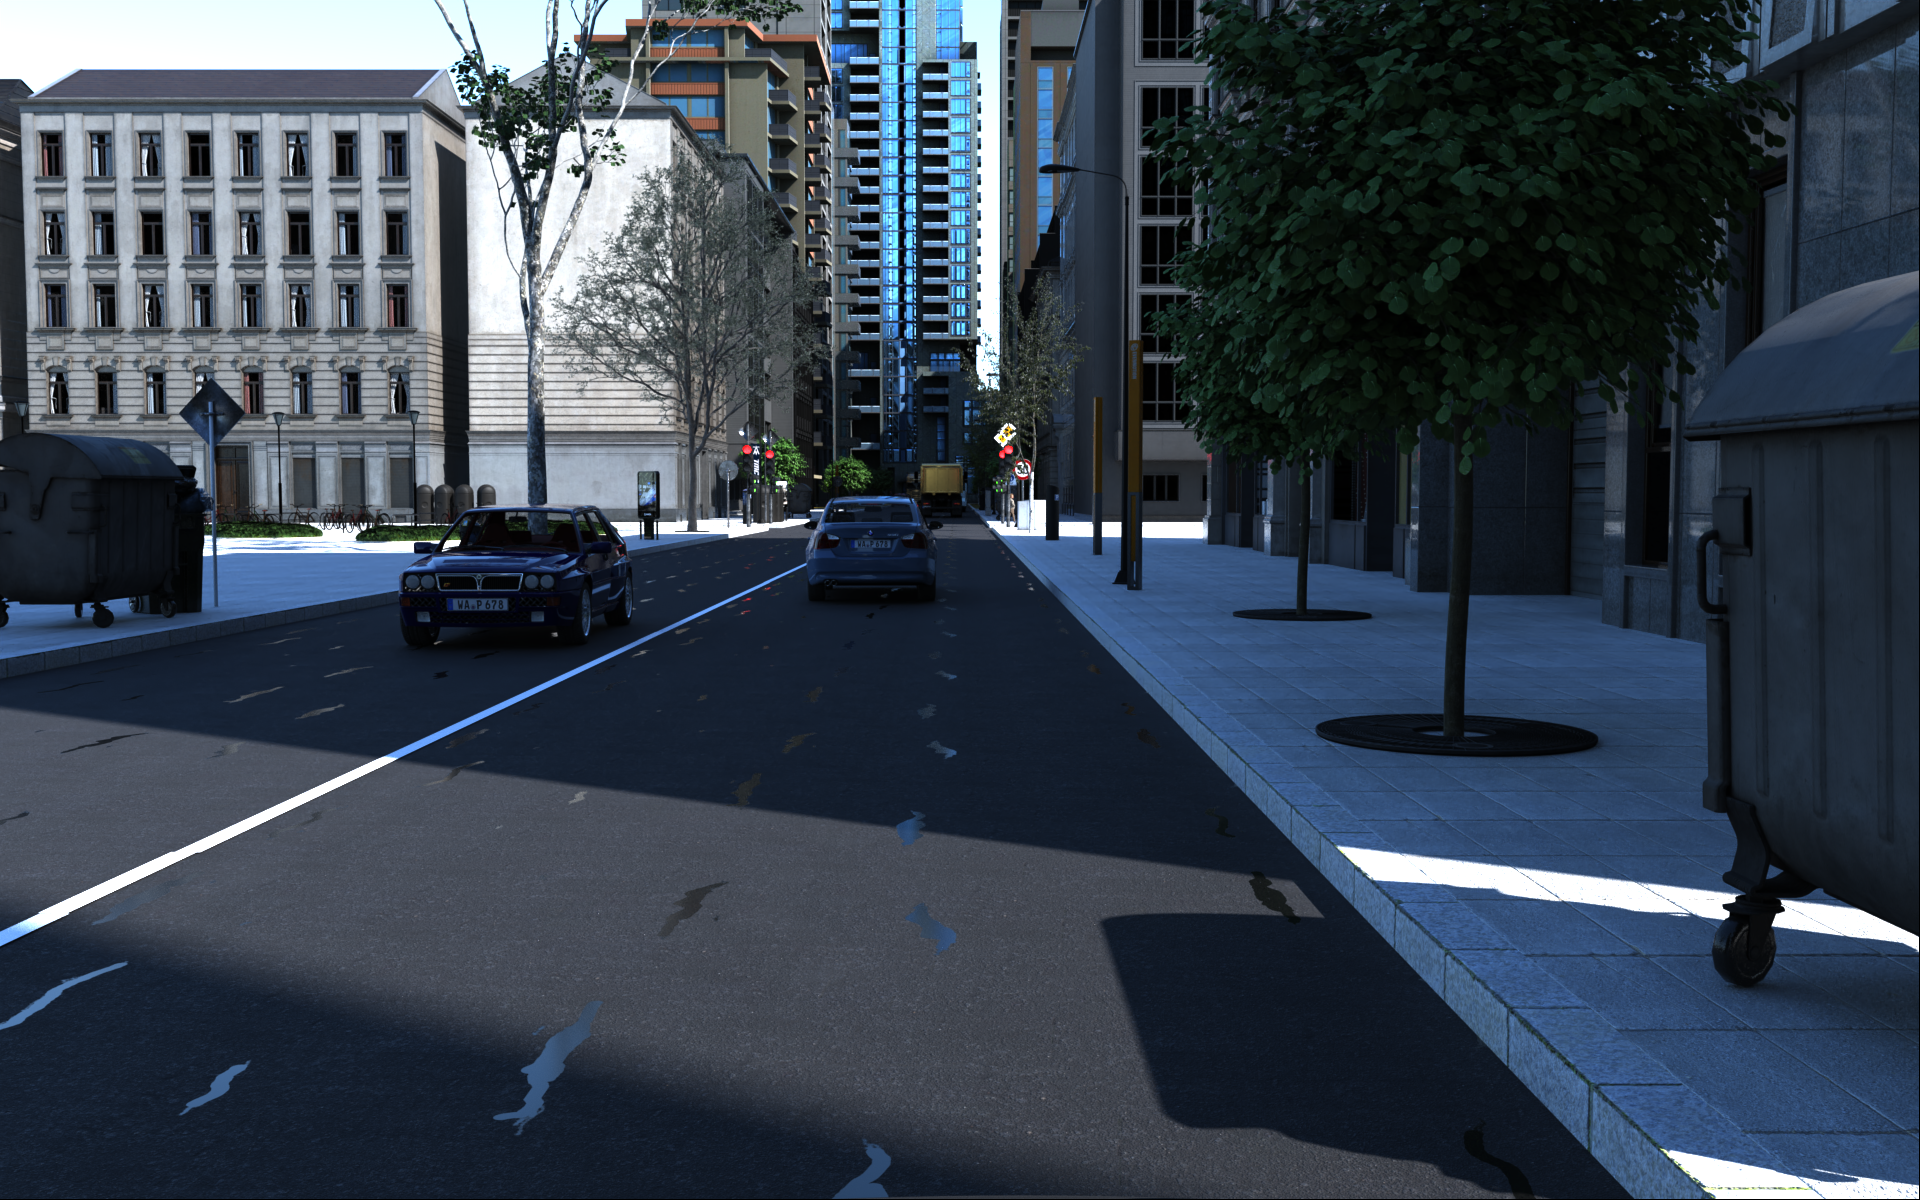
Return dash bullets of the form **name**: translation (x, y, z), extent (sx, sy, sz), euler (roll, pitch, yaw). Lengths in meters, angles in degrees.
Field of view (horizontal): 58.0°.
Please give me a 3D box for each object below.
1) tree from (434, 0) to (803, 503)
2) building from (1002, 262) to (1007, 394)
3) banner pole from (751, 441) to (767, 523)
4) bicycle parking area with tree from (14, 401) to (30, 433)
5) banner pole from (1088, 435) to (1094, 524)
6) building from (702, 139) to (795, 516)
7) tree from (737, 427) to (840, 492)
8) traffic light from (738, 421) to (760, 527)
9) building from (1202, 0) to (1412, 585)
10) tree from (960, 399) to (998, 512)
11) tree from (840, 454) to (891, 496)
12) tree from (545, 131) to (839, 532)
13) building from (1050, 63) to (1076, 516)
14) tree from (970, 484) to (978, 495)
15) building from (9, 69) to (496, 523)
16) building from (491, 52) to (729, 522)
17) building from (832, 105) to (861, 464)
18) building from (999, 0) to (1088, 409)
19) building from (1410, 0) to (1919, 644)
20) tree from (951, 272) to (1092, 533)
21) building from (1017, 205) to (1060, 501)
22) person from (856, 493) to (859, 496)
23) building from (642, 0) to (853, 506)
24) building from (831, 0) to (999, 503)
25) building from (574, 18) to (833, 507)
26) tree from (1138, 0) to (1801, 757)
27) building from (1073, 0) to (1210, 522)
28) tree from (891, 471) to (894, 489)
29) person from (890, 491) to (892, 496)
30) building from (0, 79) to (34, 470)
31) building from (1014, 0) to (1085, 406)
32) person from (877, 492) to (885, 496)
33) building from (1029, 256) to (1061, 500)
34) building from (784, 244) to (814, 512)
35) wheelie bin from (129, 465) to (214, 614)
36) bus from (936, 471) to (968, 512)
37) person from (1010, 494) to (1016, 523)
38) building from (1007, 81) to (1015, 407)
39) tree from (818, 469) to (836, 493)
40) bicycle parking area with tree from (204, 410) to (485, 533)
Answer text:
- **tree**: translation (-7.383, -11.015, 35.980), extent (12.611, 20.169, 13.585), euler (0, 3, 0)
- **building**: translation (12.258, -27.160, 215.760), extent (14.160, 30.474, 14.107), euler (0, 3, 0)
- **banner pole**: translation (-8.732, -5.240, 75.686), extent (0.863, 3.779, 0.401), euler (-1, 4, -9)
- **bicycle parking area with tree**: translation (-29.340, -3.909, 50.908), extent (9.016, 4.147, 8.231), euler (2, 4, 26)
- **banner pole**: translation (5.794, -5.135, 73.974), extent (0.401, 3.779, 0.863), euler (2, 4, 31)
- **building**: translation (-18.982, -17.823, 110.473), extent (14.314, 24.678, 30.058), euler (0, 3, 0)
- **tree**: translation (-9.033, -6.170, 84.586), extent (4.285, 4.588, 4.351), euler (0, 3, 0)
- **traffic light**: translation (-8.119, -4.749, 66.560), extent (0.839, 4.253, 0.868), euler (0, 3, 0)
- **building**: translation (10.708, -11.739, 42.835), extent (10.553, 20.767, 40.483), euler (0, 3, 0)
- **tree**: translation (2.357, -10.807, 127.048), extent (4.737, 8.622, 4.395), euler (0, 3, 0)
- **tree**: translation (-9.302, -10.429, 154.223), extent (4.285, 4.588, 4.351), euler (0, 3, 0)
- **tree**: translation (-8.903, -9.040, 58.172), extent (12.009, 13.543, 11.850), euler (0, 3, 0)
- **building**: translation (12.732, -19.447, 103.855), extent (13.634, 28.700, 20.117), euler (0, 3, 0)
- **tree**: translation (1.915, -13.631, 217.467), extent (1.663, 3.219, 1.824), euler (0, 3, 0)
- **building**: translation (-32.416, -14.181, 81.006), extent (18.267, 20.994, 9.793), euler (0, 3, 0)
- **building**: translation (-17.506, -14.515, 86.470), extent (9.793, 20.994, 18.267), euler (0, 3, 0)
- **building**: translation (-27.552, -36.117, 210.125), extent (30.456, 49.044, 23.786), euler (0, 3, 0)
- **building**: translation (16.000, -49.364, 245.347), extent (20.611, 71.187, 20.563), euler (0, 3, 0)
- **building**: translation (11.994, -11.884, 12.323), extent (12.078, 24.808, 19.932), euler (0, 3, 0)
- **tree**: translation (2.119, -6.518, 56.939), extent (4.360, 8.622, 3.978), euler (0, 3, 0)
- **building**: translation (11.102, -19.054, 141.207), extent (12.332, 23.373, 15.834), euler (0, 3, 0)
- **person**: translation (-11.199, -10.911, 187.626), extent (0.799, 1.438, 0.628), euler (1, 4, 20)
- **building**: translation (-22.190, -45.822, 187.434), extent (20.563, 71.187, 20.611), euler (0, 3, 0)
- **building**: translation (-10.108, -57.066, 245.699), extent (31.000, 86.520, 22.319), euler (0, 3, 0)
- **building**: translation (-23.687, -31.127, 163.545), extent (22.147, 44.769, 28.867), euler (0, 3, 0)
- **tree**: translation (2.538, -1.545, 8.975), extent (4.285, 4.588, 4.351), euler (0, 3, 0)
- **building**: translation (17.903, -17.725, 83.311), extent (24.014, 27.812, 14.314), euler (0, 3, 0)
- **tree**: translation (-8.945, -13.065, 197.326), extent (4.285, 4.588, 4.351), euler (0, 3, 0)
- **person**: translation (-8.963, -13.361, 225.412), extent (0.530, 1.710, 0.541), euler (0, 4, 2)
- **building**: translation (-62.925, -14.136, 82.040), extent (40.483, 20.767, 10.553), euler (0, 3, 0)
- **building**: translation (12.157, -31.122, 158.962), extent (14.600, 45.320, 14.200), euler (0, 3, 0)
- **person**: translation (-9.126, -11.887, 200.531), extent (1.348, 1.807, 0.705), euler (-3, 4, -39)
- **building**: translation (10.569, -15.852, 123.810), extent (10.561, 19.102, 19.286), euler (0, 3, 0)
- **building**: translation (-18.102, -18.577, 133.417), extent (12.332, 23.373, 15.834), euler (0, 3, 0)
- **wheelie bin**: translation (-8.565, -0.665, 18.778), extent (0.980, 1.594, 0.693), euler (-3, 5, -45)
- **bus**: translation (-0.787, -8.994, 141.910), extent (2.948, 3.499, 13.247), euler (0, 4, 0)
- **person**: translation (2.260, -4.079, 77.009), extent (0.475, 1.303, 0.640), euler (3, 5, 41)
- **building**: translation (12.258, -29.947, 173.221), extent (14.154, 41.232, 14.086), euler (0, 3, 0)
- **tree**: translation (-9.867, -8.516, 133.837), extent (1.663, 3.219, 1.824), euler (0, 3, 0)
- **bicycle parking area with tree**: translation (-21.240, -4.483, 60.303), extent (8.231, 4.147, 9.016), euler (2, 4, 25)
